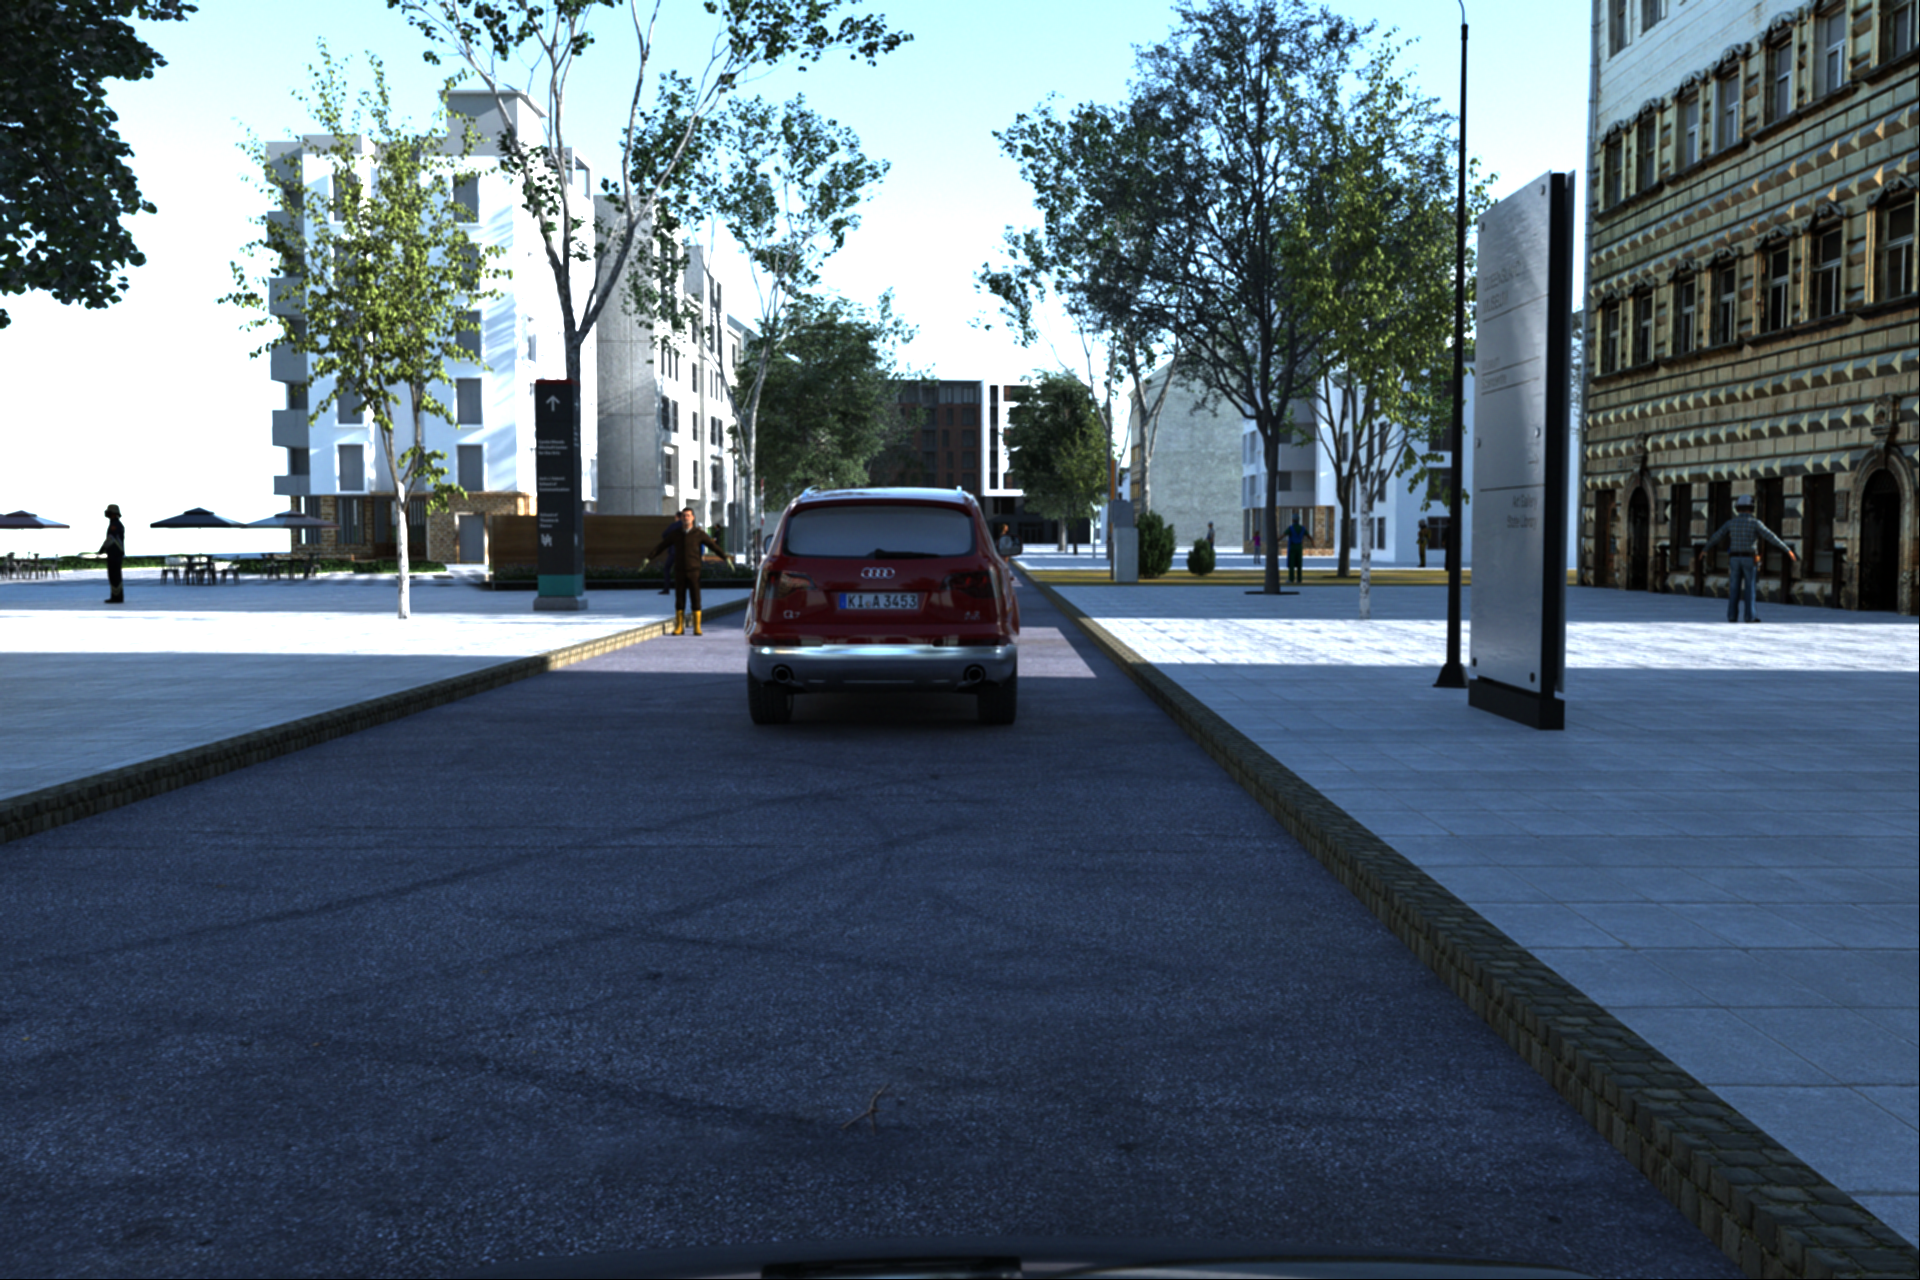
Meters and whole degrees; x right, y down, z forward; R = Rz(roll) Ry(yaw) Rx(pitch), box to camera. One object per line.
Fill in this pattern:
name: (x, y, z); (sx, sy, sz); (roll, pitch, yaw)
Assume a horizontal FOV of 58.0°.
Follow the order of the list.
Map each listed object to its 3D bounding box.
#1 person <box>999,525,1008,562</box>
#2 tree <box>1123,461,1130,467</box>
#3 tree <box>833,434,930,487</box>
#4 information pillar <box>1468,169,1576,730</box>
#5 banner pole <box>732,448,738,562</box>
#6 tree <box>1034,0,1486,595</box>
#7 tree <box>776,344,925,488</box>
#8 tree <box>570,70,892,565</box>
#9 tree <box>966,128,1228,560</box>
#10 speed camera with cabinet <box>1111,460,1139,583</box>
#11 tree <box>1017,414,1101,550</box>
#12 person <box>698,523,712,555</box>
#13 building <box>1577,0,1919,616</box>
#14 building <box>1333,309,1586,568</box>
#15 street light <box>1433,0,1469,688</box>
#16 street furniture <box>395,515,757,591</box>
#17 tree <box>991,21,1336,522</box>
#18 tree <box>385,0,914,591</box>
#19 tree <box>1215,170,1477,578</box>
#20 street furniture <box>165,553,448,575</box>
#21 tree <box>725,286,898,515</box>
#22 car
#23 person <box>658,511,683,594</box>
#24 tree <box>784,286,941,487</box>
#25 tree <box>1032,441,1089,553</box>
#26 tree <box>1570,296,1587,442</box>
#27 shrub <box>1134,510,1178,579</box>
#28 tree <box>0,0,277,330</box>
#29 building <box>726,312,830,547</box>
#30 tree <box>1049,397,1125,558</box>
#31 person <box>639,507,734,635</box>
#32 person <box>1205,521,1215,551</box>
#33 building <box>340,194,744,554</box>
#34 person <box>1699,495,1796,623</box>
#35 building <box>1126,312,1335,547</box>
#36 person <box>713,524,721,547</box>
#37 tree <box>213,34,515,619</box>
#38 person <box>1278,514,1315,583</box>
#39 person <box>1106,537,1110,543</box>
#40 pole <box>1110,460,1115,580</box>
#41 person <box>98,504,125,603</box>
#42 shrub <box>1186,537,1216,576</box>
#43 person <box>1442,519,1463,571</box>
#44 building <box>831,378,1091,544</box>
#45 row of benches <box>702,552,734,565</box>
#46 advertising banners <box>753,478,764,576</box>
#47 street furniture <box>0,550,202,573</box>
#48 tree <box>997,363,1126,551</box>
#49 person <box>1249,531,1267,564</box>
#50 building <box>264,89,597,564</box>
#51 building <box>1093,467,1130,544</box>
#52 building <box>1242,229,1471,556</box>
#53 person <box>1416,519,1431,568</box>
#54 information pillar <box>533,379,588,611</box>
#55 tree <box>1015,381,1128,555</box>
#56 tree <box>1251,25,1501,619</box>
person: (1.482, -2.774, 54.618); (0.721, 1.733, 1.217); (0, 4, -5)
tree: (24.908, -19.055, 237.309); (9.928, 11.665, 9.643); (0, 3, 0)
tree: (-7.044, -13.080, 148.277); (8.767, 10.594, 7.601); (-1, 4, -20)
information pillar: (3.884, -1.268, 12.052); (0.184, 3.620, 1.656); (0, 4, 1)
banner pole: (-6.592, -3.724, 50.899); (0.401, 3.779, 0.863); (0, 4, 1)
tree: (6.603, -7.728, 36.726); (12.009, 13.543, 11.850); (0, 3, 0)
tree: (-7.328, -12.191, 109.696); (12.009, 13.543, 11.850); (0, 3, 0)
tree: (-9.540, -13.195, 71.623); (12.611, 20.169, 13.585); (0, 3, 0)
tree: (6.473, -13.906, 83.252); (12.611, 20.169, 13.585); (0, 3, 0)
speed camera with cabinet: (4.375, -3.154, 45.901); (0.660, 3.252, 2.038); (0, 4, 1)
tree: (8.392, -13.253, 142.435); (9.928, 11.665, 9.643); (0, 3, 0)
person: (-11.571, -4.315, 77.011); (1.216, 1.772, 0.721); (-1, 4, -10)
building: (24.265, -12.337, 32.644); (19.493, 23.208, 18.063); (0, 4, 1)
building: (24.173, -8.329, 78.330); (9.099, 9.664, 28.070); (0, 4, 1)
street light: (4.692, -2.559, 14.381); (1.470, 5.913, 1.316); (0, 4, 1)
street furniture: (-7.922, -2.158, 42.143); (11.010, 1.723, 9.812); (-1, 4, -18)
tree: (7.781, -12.756, 64.447); (12.611, 20.169, 13.585); (0, 3, 0)
tree: (-7.217, -11.127, 37.824); (12.611, 20.169, 13.585); (0, 3, 0)
tree: (11.303, -7.639, 50.658); (9.928, 11.665, 9.643); (0, 3, 0)
street furniture: (-21.978, -2.562, 57.507); (10.072, 0.657, 5.734); (3, 4, 39)
tree: (-8.072, -11.228, 90.228); (9.857, 13.997, 8.962); (0, 3, 0)
car: (-0.585, -0.363, 14.606); (2.281, 1.827, 5.304); (0, 4, 0)
person: (-6.104, -1.861, 36.920); (0.683, 1.767, 0.568); (-2, 4, -35)
tree: (-7.570, -16.984, 133.579); (12.611, 20.169, 13.585); (0, 3, 0)
tree: (7.359, -10.152, 116.342); (4.360, 8.622, 3.978); (0, 3, 0)
tree: (24.254, -8.987, 57.314); (12.009, 13.543, 11.850); (0, 3, 0)
shrub: (5.386, -2.752, 49.416); (1.690, 2.028, 1.600); (0, 3, 0)
tree: (-8.779, -6.414, 11.519); (9.857, 13.997, 8.962); (0, 3, 0)
building: (-23.262, -21.046, 175.024); (19.493, 23.208, 18.063); (0, 4, 1)
tree: (7.163, -8.758, 93.559); (4.737, 8.622, 4.395); (0, 3, 0)
person: (-3.859, -0.974, 24.524); (1.346, 1.812, 0.704); (0, 4, 0)
person: (10.993, -4.299, 76.144); (0.705, 1.847, 1.347); (0, 4, -6)
building: (-23.959, -14.670, 106.319); (16.747, 18.905, 31.486); (0, 4, 1)
person: (11.379, -1.179, 25.119); (1.345, 1.849, 0.704); (3, 5, 44)
building: (27.721, -21.303, 179.237); (19.493, 23.208, 18.063); (0, 4, 0)
person: (-11.188, -4.446, 79.408); (0.721, 1.740, 1.216); (0, 4, -2)
tree: (-8.503, -4.608, 25.711); (4.737, 8.622, 4.395); (0, 3, 0)
person: (8.806, -2.413, 45.580); (1.347, 1.817, 0.704); (-1, 4, -21)
person: (6.545, -3.996, 71.515); (1.347, 1.806, 0.705); (-3, 5, -43)
pole: (4.242, -3.303, 47.855); (0.158, 3.312, 0.155); (0, 3, 0)
person: (-15.781, -1.615, 32.266); (0.704, 1.845, 1.351); (-1, 4, -15)
shrub: (7.400, -2.570, 53.144); (1.383, 1.207, 1.383); (0, 3, 0)
person: (16.975, -3.302, 59.920); (0.705, 1.837, 1.347); (-1, 4, -10)
building: (-0.711, -23.972, 238.379); (32.646, 21.610, 27.936); (0, 4, -7)
row of benches: (-9.633, -2.677, 59.227); (4.104, 0.672, 1.422); (-1, 4, -19)
advertising banners: (-6.221, -3.513, 53.627); (0.090, 3.025, 2.074); (0, 4, 2)
street furniture: (-31.957, -2.878, 62.676); (5.734, 0.657, 10.072); (1, 4, 13)
tree: (7.629, -13.535, 127.960); (9.857, 13.997, 8.962); (0, 3, 0)
person: (12.824, -3.989, 74.486); (0.599, 1.433, 0.991); (-3, 5, -44)
building: (-23.543, -13.381, 75.193); (16.016, 20.090, 11.380); (0, 4, 0)
building: (22.139, -16.866, 217.912); (9.099, 9.664, 28.070); (0, 4, 0)
building: (23.930, -15.758, 114.059); (16.016, 20.090, 11.380); (0, 4, 1)
person: (17.733, -3.715, 66.505); (0.705, 1.858, 1.354); (0, 4, 8)
information pillar: (-6.767, -2.439, 29.255); (0.750, 3.857, 0.750); (0, 4, 0)
tree: (6.812, -10.518, 106.374); (7.601, 10.594, 8.767); (-2, 4, -26)
tree: (6.205, -4.603, 25.615); (4.737, 8.622, 4.395); (0, 3, 0)
